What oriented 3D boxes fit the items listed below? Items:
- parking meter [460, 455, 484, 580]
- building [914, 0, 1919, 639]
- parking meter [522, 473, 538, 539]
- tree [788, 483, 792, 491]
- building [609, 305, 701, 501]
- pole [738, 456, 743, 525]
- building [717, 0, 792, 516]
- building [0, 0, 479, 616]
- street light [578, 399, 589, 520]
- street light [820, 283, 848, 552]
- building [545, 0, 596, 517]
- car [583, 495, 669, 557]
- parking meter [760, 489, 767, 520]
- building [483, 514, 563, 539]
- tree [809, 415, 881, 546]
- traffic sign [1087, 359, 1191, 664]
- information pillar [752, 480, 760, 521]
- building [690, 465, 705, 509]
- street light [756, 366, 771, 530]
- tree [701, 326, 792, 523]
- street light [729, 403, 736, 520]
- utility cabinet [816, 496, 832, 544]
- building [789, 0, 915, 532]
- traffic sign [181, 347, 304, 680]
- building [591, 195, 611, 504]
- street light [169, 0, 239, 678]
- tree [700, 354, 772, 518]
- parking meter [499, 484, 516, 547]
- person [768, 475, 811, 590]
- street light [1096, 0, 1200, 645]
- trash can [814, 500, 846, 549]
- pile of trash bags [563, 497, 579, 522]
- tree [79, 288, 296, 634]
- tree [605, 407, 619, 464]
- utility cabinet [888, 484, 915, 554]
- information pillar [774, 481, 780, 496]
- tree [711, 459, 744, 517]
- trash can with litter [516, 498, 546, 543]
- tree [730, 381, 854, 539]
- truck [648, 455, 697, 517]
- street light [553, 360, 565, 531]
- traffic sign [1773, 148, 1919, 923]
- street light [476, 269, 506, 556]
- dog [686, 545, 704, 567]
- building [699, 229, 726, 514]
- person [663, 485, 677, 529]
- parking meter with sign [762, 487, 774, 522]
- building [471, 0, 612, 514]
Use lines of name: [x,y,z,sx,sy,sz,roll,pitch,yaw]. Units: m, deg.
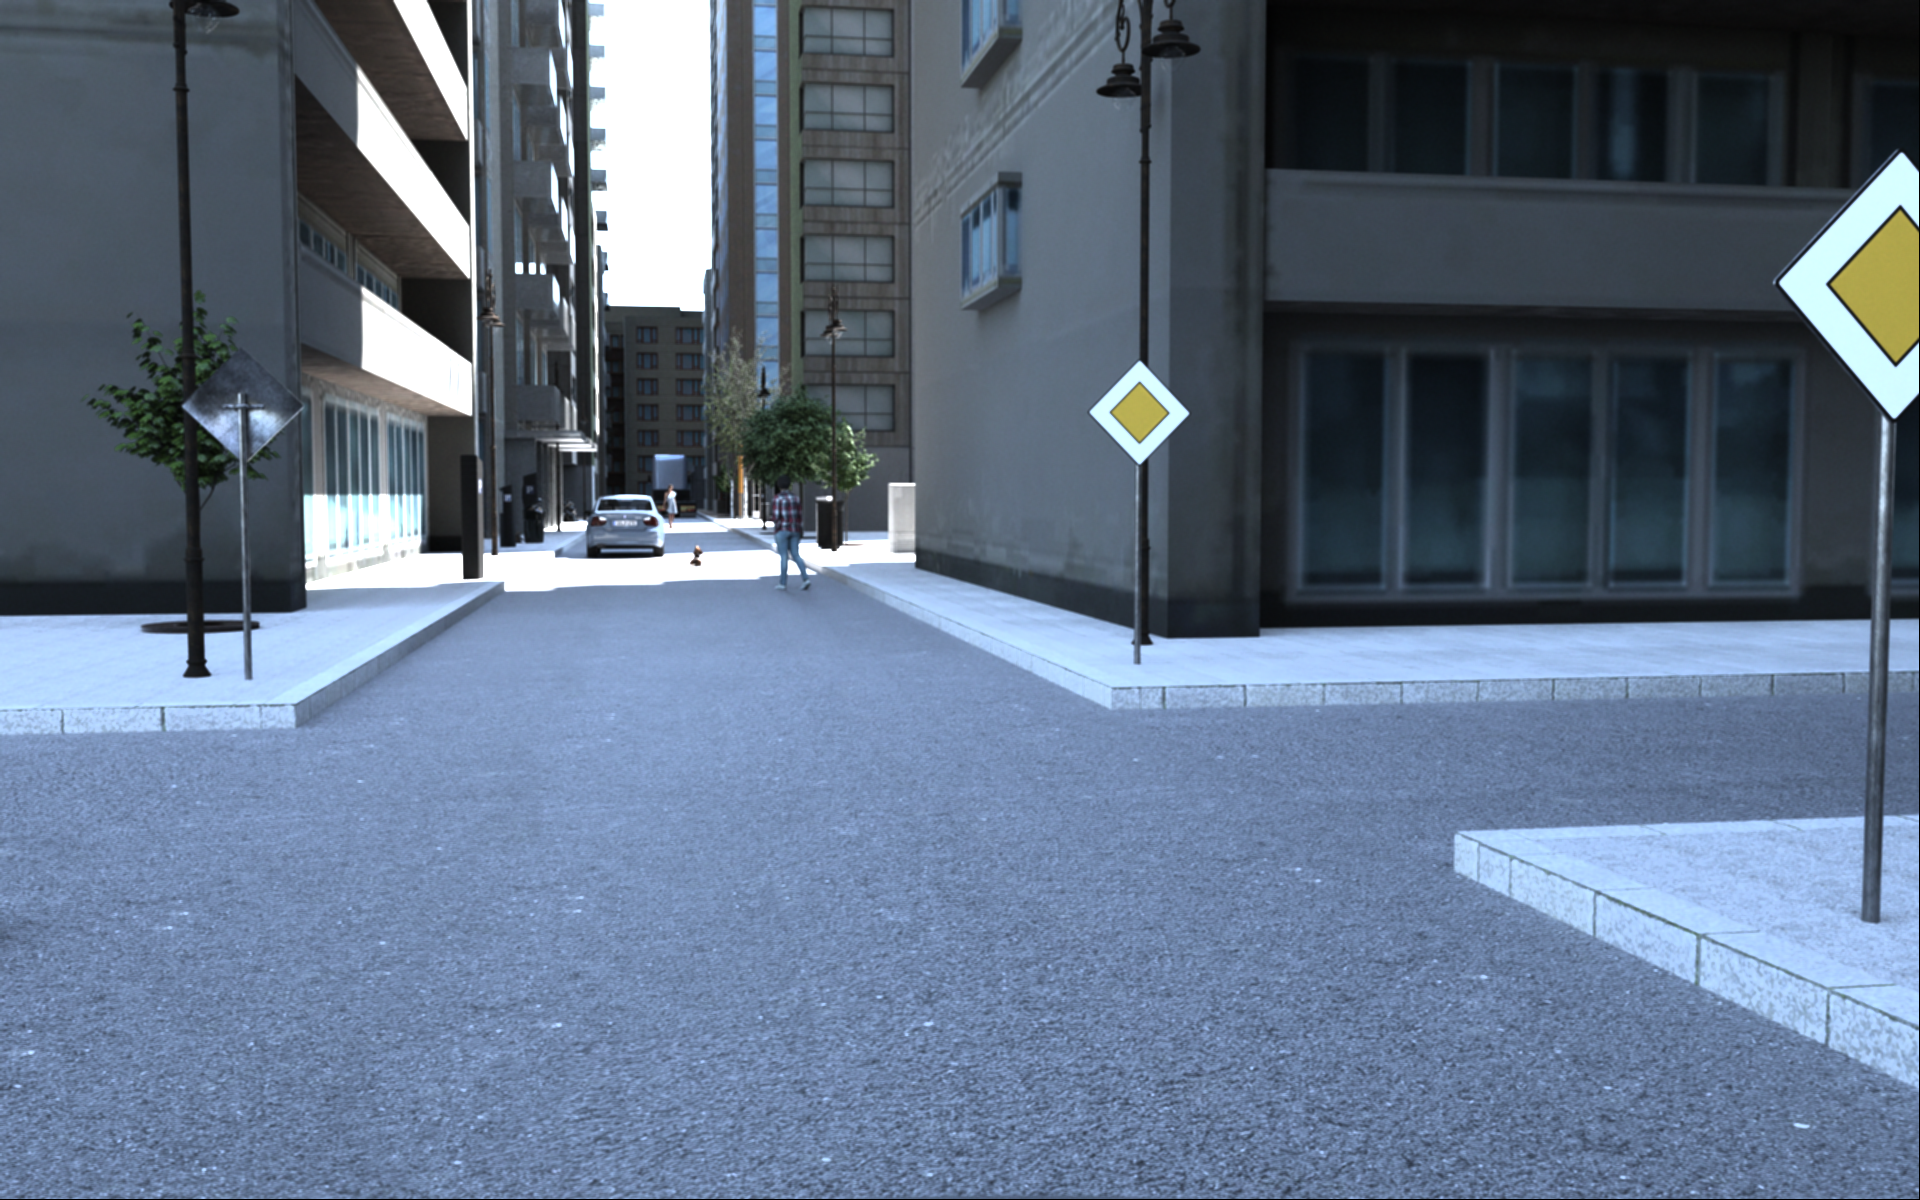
parking meter: [-7.350,-1.248,26.108,0.255,1.863,0.399,0,4,-2]
building: [10.319,-24.617,26.190,21.600,48.544,21.300,-1,4,-10]
parking meter: [-11.685,-2.532,47.104,0.399,1.863,0.255,0,4,-5]
tree: [-8.346,-5.376,82.505,1.663,3.219,1.824,0,3,0]
building: [-40.427,-20.544,180.927,28.899,21.520,27.650,-1,4,-10]
pole: [-9.053,-4.745,71.429,0.158,3.312,0.155,0,3,0]
building: [-7.658,-27.916,106.543,14.600,45.320,14.200,-1,4,-10]
building: [-19.551,-24.587,25.702,21.300,48.544,21.600,-1,4,-10]
street light: [-18.246,-6.805,84.047,0.468,5.910,1.993,-1,4,-10]
street light: [-2.776,-3.995,38.100,0.468,5.910,1.993,-1,4,-10]
building: [-26.932,-19.583,91.885,14.160,30.474,14.107,-1,4,-10]
car: [-7.833,-1.750,40.618,2.014,1.417,4.499,-1,4,-10]
parking meter: [-9.826,-4.777,86.511,0.372,1.533,0.369,0,3,0]
building: [-25.074,-26.887,59.203,23.786,49.044,30.456,-1,4,-10]
tree: [-2.944,-2.948,42.798,1.663,3.219,1.824,0,3,0]
traffic sign: [1.334,-0.572,12.998,0.795,2.450,0.064,-1,4,-10]
information pillar: [-9.888,-4.861,83.971,0.304,2.012,0.304,-1,4,-22]
building: [-13.356,-43.635,151.683,20.563,71.187,20.611,-1,4,-10]
street light: [-7.076,-5.485,62.473,0.468,5.910,1.993,-1,4,-10]
tree: [-9.297,-7.735,76.832,4.360,8.622,3.978,0,3,0]
street light: [-11.300,-6.965,86.671,0.468,5.910,1.993,-1,4,-10]
utility cabinet: [-3.541,-2.092,45.363,0.306,1.237,1.020,0,4,6]
building: [0.417,-23.368,65.662,14.154,41.232,14.086,-1,4,-10]
traffic sign: [-4.916,-0.506,11.912,0.795,2.450,0.064,-1,4,-10]
building: [-37.383,-16.334,112.106,27.650,21.520,28.899,-1,4,-10]
street light: [-5.368,-2.399,12.007,0.468,5.910,1.993,-1,4,-10]
tree: [-11.971,-8.666,92.058,4.737,8.622,4.395,0,3,0]
parking meter: [-10.981,-2.057,42.041,0.372,1.533,0.369,0,3,0]
person: [-2.576,-1.017,25.964,0.563,1.720,0.643,-3,5,-42]
street light: [1.555,-2.557,14.603,0.468,5.910,1.993,-1,4,-10]
trash can: [-3.017,-1.753,40.315,0.748,1.137,0.748,0,3,0]
pile of trash bags: [-18.551,-4.248,79.213,1.912,1.369,3.447,-1,4,-19]
tree: [-7.058,-1.328,16.319,1.663,3.219,1.824,0,3,0]
tree: [-28.262,-11.209,133.630,4.360,8.622,3.978,0,3,0]
utility cabinet: [-0.931,-1.723,36.852,1.173,1.500,0.318,-2,4,-27]
information pillar: [-6.636,-3.607,63.460,0.304,2.012,0.304,1,4,14]
tree: [-13.074,-6.218,96.267,1.663,3.219,1.824,0,3,0]
trash can with litter: [-11.403,-2.079,45.382,1.055,1.170,0.624,0,4,0]
tree: [-4.695,-4.063,50.151,4.285,4.588,4.351,0,3,0]
truck: [-18.891,-7.581,113.701,2.967,4.110,18.799,-1,4,-11]
street light: [-13.869,-5.316,59.698,0.468,5.910,1.993,-1,4,-10]
traffic sign: [2.731,-0.091,5.135,0.795,2.450,0.064,-1,4,-10]
street light: [-9.640,-3.849,35.716,0.468,5.910,1.993,-1,4,-10]
dog: [-5.312,-0.870,34.413,0.550,0.427,0.748,3,4,36]
building: [-4.851,-17.405,129.611,27.650,21.520,28.899,-1,4,-10]
person: [-11.791,-3.777,70.344,0.616,1.811,0.778,-2,4,-24]
parking meter with sign: [-8.324,-5.135,80.226,1.738,3.016,0.543,0,4,-4]
building: [-45.215,-32.195,145.994,30.456,49.044,23.786,-1,4,-10]
